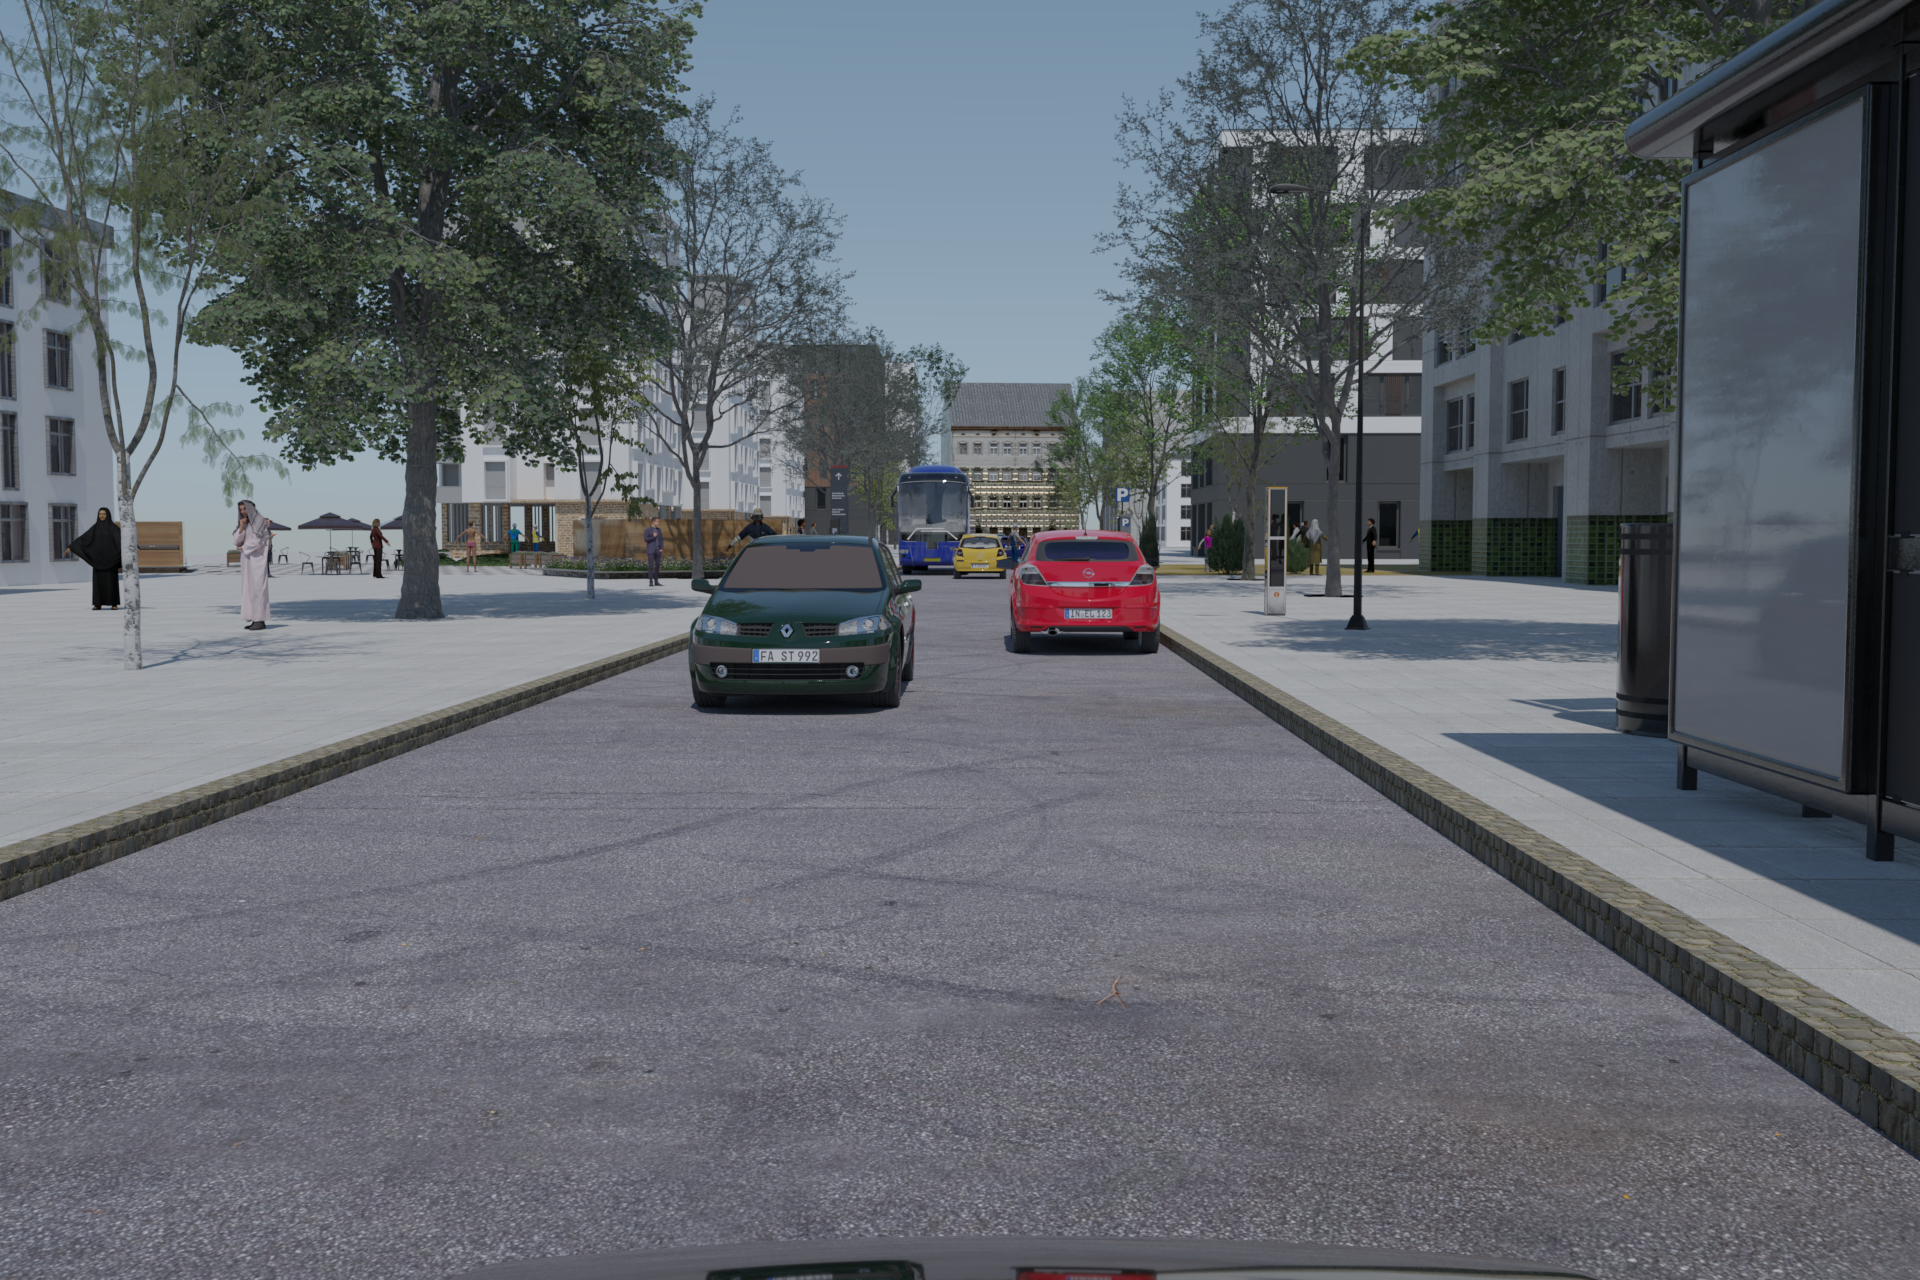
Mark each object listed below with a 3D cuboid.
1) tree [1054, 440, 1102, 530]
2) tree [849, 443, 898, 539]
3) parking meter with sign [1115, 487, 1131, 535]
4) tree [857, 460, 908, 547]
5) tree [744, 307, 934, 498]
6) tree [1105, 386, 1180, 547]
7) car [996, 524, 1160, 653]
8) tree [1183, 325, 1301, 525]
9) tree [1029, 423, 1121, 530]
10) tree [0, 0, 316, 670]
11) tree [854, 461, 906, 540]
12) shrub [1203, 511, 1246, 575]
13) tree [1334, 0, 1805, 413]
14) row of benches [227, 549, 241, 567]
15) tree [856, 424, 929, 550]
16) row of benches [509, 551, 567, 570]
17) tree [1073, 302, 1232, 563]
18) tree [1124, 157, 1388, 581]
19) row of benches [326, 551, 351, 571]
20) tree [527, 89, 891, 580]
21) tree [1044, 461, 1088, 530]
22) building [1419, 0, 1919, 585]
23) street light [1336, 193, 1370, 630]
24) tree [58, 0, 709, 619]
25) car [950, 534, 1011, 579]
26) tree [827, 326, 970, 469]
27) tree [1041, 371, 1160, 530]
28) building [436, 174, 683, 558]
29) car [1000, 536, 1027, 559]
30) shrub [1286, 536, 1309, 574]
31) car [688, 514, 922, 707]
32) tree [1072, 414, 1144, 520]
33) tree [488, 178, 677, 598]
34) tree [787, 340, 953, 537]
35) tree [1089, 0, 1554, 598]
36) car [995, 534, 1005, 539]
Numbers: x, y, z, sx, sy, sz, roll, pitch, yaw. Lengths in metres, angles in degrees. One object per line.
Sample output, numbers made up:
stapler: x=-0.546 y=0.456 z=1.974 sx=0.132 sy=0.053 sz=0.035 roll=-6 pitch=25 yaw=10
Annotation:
tree: x=9.602 y=-11.259 z=134.440 sx=4.737 sy=8.622 sz=4.395 roll=0 pitch=3 yaw=0
tree: x=-5.774 y=-10.183 z=116.850 sx=4.737 sy=8.622 sz=4.395 roll=0 pitch=3 yaw=0
parking meter with sign: x=6.059 y=-4.142 z=63.983 sx=0.543 sy=3.016 sz=1.738 roll=0 pitch=4 yaw=1
tree: x=-5.723 y=-11.091 z=131.696 sx=4.737 sy=8.622 sz=4.395 roll=0 pitch=3 yaw=0
tree: x=-6.452 y=-11.217 z=93.770 sx=12.009 sy=13.543 sz=11.850 roll=0 pitch=3 yaw=0
tree: x=9.020 y=-8.357 z=86.998 sx=4.737 sy=8.622 sz=4.395 roll=0 pitch=3 yaw=0
car: x=1.542 y=-0.813 z=22.335 sx=2.155 sy=1.783 sz=4.494 roll=0 pitch=4 yaw=1
tree: x=9.576 y=-6.735 z=60.475 sx=4.360 sy=8.622 sz=3.978 roll=0 pitch=3 yaw=0
tree: x=10.188 y=-12.890 z=145.158 sx=7.601 sy=10.594 sz=8.767 roll=3 pitch=5 yaw=43
tree: x=-7.828 y=-4.037 z=16.360 sx=4.360 sy=8.622 sz=3.978 roll=0 pitch=3 yaw=0
tree: x=-5.640 y=-10.665 z=124.738 sx=4.737 sy=8.622 sz=4.395 roll=0 pitch=3 yaw=0
shrub: x=8.545 y=-3.098 z=55.068 sx=1.690 sy=2.028 sz=1.600 roll=0 pitch=3 yaw=0
tree: x=7.360 y=-6.009 z=16.381 sx=7.486 sy=12.596 sz=7.792 roll=0 pitch=3 yaw=0
row of benches: x=-28.674 y=-3.246 z=68.530 sx=1.422 sy=0.672 sz=4.104 roll=-1 pitch=4 yaw=-22
tree: x=-5.098 y=-12.748 z=142.837 sx=7.601 sy=10.594 sz=8.767 roll=-3 pitch=5 yaw=-44
row of benches: x=-15.352 y=-2.899 z=62.860 sx=1.422 sy=0.672 sz=4.104 roll=-2 pitch=4 yaw=-35
tree: x=8.492 y=-9.190 z=76.005 sx=9.928 sy=11.665 sz=9.643 roll=0 pitch=3 yaw=0
tree: x=8.092 y=-7.439 z=47.387 sx=9.928 sy=11.665 sz=9.643 roll=0 pitch=3 yaw=0
row of benches: x=-22.426 y=-2.879 z=62.540 sx=1.422 sy=0.672 sz=4.104 roll=-1 pitch=4 yaw=-16
tree: x=-7.482 y=-8.464 z=48.763 sx=12.009 sy=13.543 sz=11.850 roll=0 pitch=3 yaw=0
tree: x=10.244 y=-12.691 z=157.861 sx=4.360 sy=8.622 sz=3.978 roll=0 pitch=3 yaw=0
building: x=24.074 y=-10.868 z=44.156 sx=16.747 sy=18.905 sz=31.486 roll=0 pitch=4 yaw=1
street light: x=5.885 y=-3.092 z=23.099 sx=1.470 sy=5.913 sz=1.316 roll=0 pitch=4 yaw=1
tree: x=-8.268 y=-7.308 z=26.140 sx=9.857 sy=13.997 sz=8.962 roll=0 pitch=3 yaw=0
car: x=0.661 y=-2.826 z=56.424 sx=2.015 sy=1.641 sz=3.980 roll=0 pitch=4 yaw=1
tree: x=-5.793 y=-18.493 z=158.249 sx=12.611 sy=20.169 sz=13.585 roll=0 pitch=3 yaw=0
tree: x=8.973 y=-11.326 z=110.938 sx=9.928 sy=11.665 sz=9.643 roll=0 pitch=3 yaw=0
building: x=-22.114 y=-14.443 z=92.556 sx=16.016 sy=20.090 sz=11.380 roll=0 pitch=4 yaw=1
car: x=2.651 y=-4.571 z=87.308 sx=1.945 sy=1.354 sz=3.894 roll=0 pitch=4 yaw=1
shrub: x=10.753 y=-2.719 z=55.567 sx=1.383 sy=1.207 sz=1.383 roll=0 pitch=3 yaw=0
car: x=-1.324 y=-0.354 z=15.578 sx=2.009 sy=1.686 sz=4.222 roll=0 pitch=4 yaw=1
tree: x=8.912 y=-8.871 z=95.409 sx=4.360 sy=8.622 sz=3.978 roll=0 pitch=3 yaw=0
tree: x=-7.402 y=-5.119 z=34.063 sx=4.737 sy=8.622 sz=4.395 roll=0 pitch=3 yaw=0
tree: x=-5.572 y=-12.105 z=108.282 sx=12.009 sy=13.543 sz=11.850 roll=0 pitch=3 yaw=0
tree: x=7.518 y=-7.620 z=34.960 sx=12.009 sy=13.543 sz=11.850 roll=0 pitch=3 yaw=0
car: x=3.503 y=-9.057 z=159.874 sx=2.131 sy=1.459 sz=4.920 roll=0 pitch=4 yaw=0
